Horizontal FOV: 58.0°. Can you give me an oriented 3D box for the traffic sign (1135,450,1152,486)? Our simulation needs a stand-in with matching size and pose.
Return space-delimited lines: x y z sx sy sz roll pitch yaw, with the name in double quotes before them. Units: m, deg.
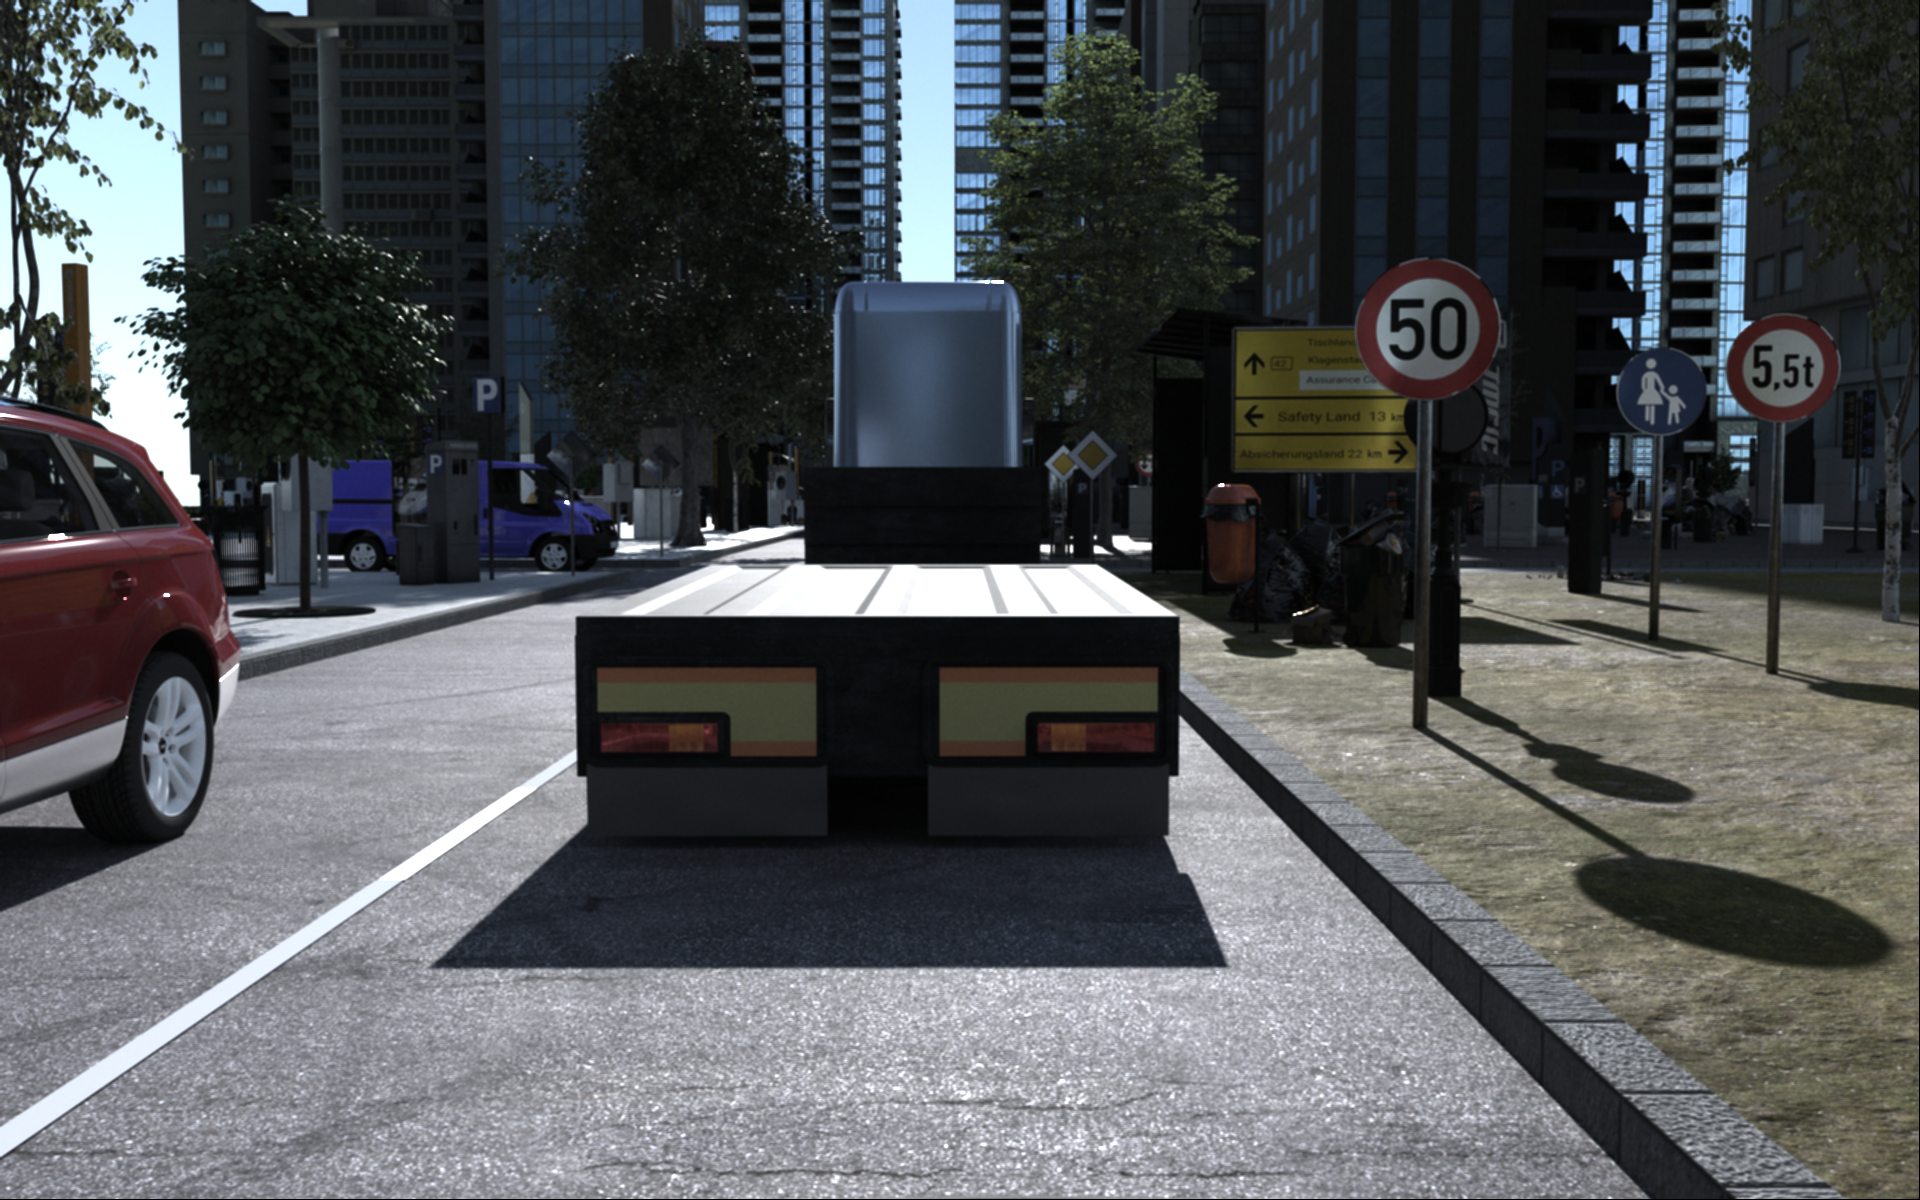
"traffic sign" 5.442 -3.059 50.121 0.768 2.556 0.104 0 4 3

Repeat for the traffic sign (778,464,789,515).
"traffic sign" -7.597 -4.535 74.249 0.768 2.556 0.104 0 4 6

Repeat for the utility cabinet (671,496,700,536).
"utility cabinet" -8.445 -2.540 52.699 1.020 1.237 0.306 -2 4 -27

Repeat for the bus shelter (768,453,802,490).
"bus shelter" -9.201 -5.694 87.020 2.014 3.302 5.546 0 4 0

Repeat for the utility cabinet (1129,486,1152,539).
"utility cabinet" 5.351 -2.456 48.837 1.173 1.500 0.318 3 4 36

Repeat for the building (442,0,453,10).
"building" -65.824 -55.169 214.681 31.000 86.520 22.319 0 4 0

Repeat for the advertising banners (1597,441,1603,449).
"advertising banners" 21.053 -3.763 57.713 0.090 3.025 2.074 0 4 4

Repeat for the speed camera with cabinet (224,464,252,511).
"speed camera with cabinet" -39.207 -6.098 94.040 0.660 3.252 2.038 0 4 6

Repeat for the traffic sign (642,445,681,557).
"traffic sign" -6.053 -1.925 35.116 0.795 2.450 0.064 0 4 0

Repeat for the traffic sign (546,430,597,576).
"traffic sign" -6.074 -1.437 27.131 0.795 2.450 0.064 0 4 0

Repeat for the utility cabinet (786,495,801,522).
"utility cabinet" -7.934 -4.272 81.012 1.020 1.237 0.306 0 4 1

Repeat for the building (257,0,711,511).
"building" -34.760 -27.239 137.238 32.217 40.220 23.993 0 4 0

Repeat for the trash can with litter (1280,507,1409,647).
"trash can with litter" 3.257 -0.202 14.682 1.055 1.170 0.624 2 4 26

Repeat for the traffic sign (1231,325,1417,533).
"traffic sign" 4.427 -1.659 20.992 2.265 3.308 0.079 0 4 6

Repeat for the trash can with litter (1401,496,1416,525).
"trash can with litter" 12.949 -2.465 51.361 2.233 1.210 1.678 0 4 7

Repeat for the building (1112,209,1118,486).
"building" 21.640 -24.223 167.740 14.160 30.474 14.107 0 4 0

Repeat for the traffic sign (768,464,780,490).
"traffic sign" -7.971 -4.475 73.279 0.768 2.556 0.104 0 4 7

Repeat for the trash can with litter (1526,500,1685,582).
"trash can with litter" 9.754 -0.909 25.916 1.678 1.210 2.233 -2 4 -28

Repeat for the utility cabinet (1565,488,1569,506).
"utility cabinet" 20.402 -3.096 59.304 1.173 1.500 0.318 0 4 -6

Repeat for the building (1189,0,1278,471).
"building" 20.359 -20.262 102.992 14.160 30.474 14.107 0 4 0

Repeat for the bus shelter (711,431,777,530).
"bus shelter" -7.972 -4.469 64.345 1.731 3.624 6.357 0 3 0

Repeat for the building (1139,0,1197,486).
"building" 24.277 -36.041 131.262 21.231 58.520 28.212 0 4 0

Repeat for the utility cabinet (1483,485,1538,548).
"utility cabinet" 13.040 -1.979 41.042 1.173 1.500 0.318 3 4 36

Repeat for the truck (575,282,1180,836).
"truck" -0.378 -1.617 16.196 2.967 4.110 18.799 0 4 0

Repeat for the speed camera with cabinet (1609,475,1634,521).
"speed camera with cabinet" 31.013 -5.352 81.840 0.660 3.252 2.038 -1 4 -14

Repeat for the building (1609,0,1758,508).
"building" 62.847 -51.929 161.709 31.000 86.520 22.319 0 4 0

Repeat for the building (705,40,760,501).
"building" -32.479 -31.145 163.837 28.867 44.769 22.147 0 4 0

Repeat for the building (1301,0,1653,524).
"building" 22.305 -26.319 80.422 14.600 45.320 14.200 0 4 0

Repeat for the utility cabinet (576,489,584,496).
"utility cabinet" -17.653 -4.329 79.465 0.318 1.500 1.173 -3 4 -39

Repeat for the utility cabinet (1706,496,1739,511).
"utility cabinet" 26.417 -2.981 59.903 1.020 1.237 0.306 -1 4 -18

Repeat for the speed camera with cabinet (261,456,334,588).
"speed camera with cabinet" -9.285 -1.826 24.187 0.660 3.252 2.038 -2 4 -32

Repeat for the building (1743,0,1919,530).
"building" 46.300 -28.755 59.386 27.495 52.752 28.713 0 4 0

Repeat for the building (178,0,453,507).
"building" -58.456 -33.061 164.245 21.600 48.544 21.300 0 4 0

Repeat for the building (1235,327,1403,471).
"building" 41.752 -36.506 216.479 30.456 49.044 23.786 0 4 0

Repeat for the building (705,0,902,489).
"building" -20.295 -55.166 214.633 31.000 86.520 22.319 0 4 0

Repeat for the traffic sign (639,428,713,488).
"traffic sign" -8.698 -3.623 53.114 2.265 3.308 0.079 0 4 1

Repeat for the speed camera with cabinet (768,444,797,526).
"speed camera with cabinet" -7.332 -4.565 68.973 0.660 3.252 2.038 -3 5 -43

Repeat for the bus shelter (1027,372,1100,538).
"bus shelter" 3.034 -4.682 54.186 2.179 5.291 8.768 0 3 0

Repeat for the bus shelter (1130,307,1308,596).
"bus shelter" 3.588 -2.056 24.894 1.731 3.624 6.357 0 4 0

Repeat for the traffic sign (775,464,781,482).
"traffic sign" -7.743 -4.567 74.673 0.884 2.594 0.081 0 4 6

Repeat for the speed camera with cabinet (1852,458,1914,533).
"speed camera with cabinet" 30.439 -3.840 57.116 0.660 3.252 2.038 -1 4 -16

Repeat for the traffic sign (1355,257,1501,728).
"traffic sign" 2.527 -0.571 9.437 0.768 2.556 0.104 1 4 8

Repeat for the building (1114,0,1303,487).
"building" 21.235 -30.768 153.161 14.600 45.320 14.200 0 4 0

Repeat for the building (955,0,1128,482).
"building" 11.021 -55.127 214.002 31.000 86.520 22.319 0 4 0

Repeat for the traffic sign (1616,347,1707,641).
"traffic sign" 6.087 -0.918 15.121 0.768 2.556 0.104 0 4 4

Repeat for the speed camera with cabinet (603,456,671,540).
"speed camera with cabinet" -9.213 -3.370 49.431 0.660 3.252 2.038 3 5 40

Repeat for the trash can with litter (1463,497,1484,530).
"trash can with litter" 18.695 -3.128 62.538 1.055 1.170 0.624 -3 5 -40

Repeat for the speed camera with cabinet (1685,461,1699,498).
"speed camera with cabinet" 42.658 -6.592 102.115 2.038 3.252 0.660 -1 4 -18

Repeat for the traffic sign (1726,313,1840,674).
"traffic sign" 5.812 -0.747 12.318 0.768 2.556 0.104 0 4 7

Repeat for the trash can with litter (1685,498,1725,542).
"trash can with litter" 19.916 -2.131 46.234 1.055 1.170 0.624 -2 4 -35

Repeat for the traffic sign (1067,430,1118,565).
"traffic sign" 2.070 -1.434 27.090 0.795 2.450 0.064 0 4 0

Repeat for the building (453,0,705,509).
"building" -25.214 -28.614 117.948 14.600 45.320 14.200 0 4 0

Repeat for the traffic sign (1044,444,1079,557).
"traffic sign" 2.091 -1.922 35.075 0.795 2.450 0.064 0 4 0

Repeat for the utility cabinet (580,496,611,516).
"utility cabinet" -10.973 -2.488 51.841 1.020 1.237 0.306 1 4 14
